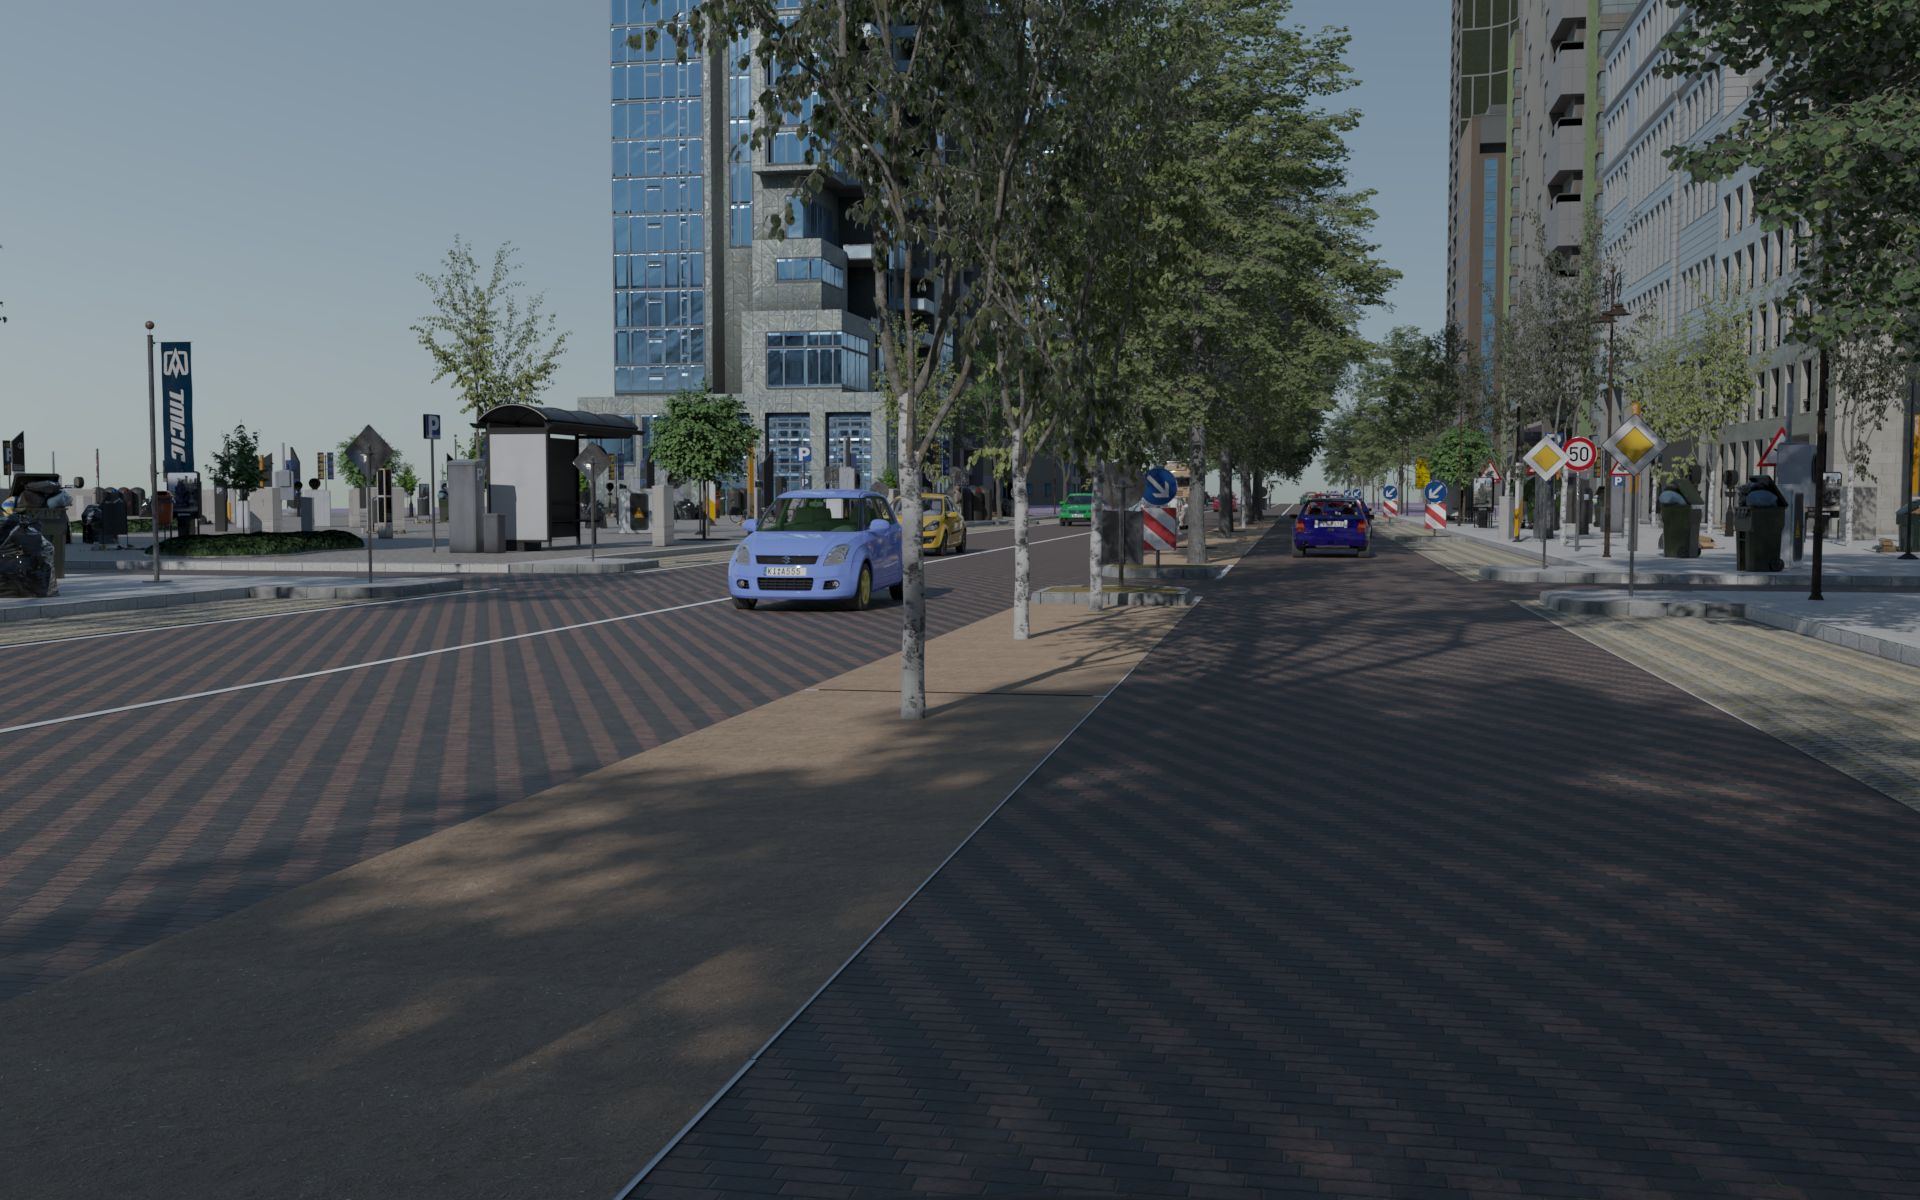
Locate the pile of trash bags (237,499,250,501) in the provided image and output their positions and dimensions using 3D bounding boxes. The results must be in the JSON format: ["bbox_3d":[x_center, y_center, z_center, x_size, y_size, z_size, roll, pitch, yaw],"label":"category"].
[{"bbox_3d":[-41.330,-5.562,100.686,3.447,1.369,1.912,-2,4,-30],"label":"pile of trash bags"}]

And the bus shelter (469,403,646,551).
[{"bbox_3d":[-9.451,-2.898,41.305,2.014,3.302,5.546,1,4,11],"label":"bus shelter"}]

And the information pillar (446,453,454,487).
[{"bbox_3d":[-28.897,-6.540,98.278,0.183,3.616,0.504,3,5,39],"label":"information pillar"}]

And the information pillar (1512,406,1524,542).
[{"bbox_3d":[14.933,-3.356,46.224,0.183,3.616,0.504,2,4,32],"label":"information pillar"}]

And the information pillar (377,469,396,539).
[{"bbox_3d":[-16.573,-2.778,49.914,0.304,2.012,0.304,2,4,26],"label":"information pillar"}]

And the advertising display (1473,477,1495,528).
[{"bbox_3d":[19.697,-3.668,65.180,0.123,1.923,0.974,-2,4,-29],"label":"advertising display"}]

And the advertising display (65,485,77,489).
[{"bbox_3d":[-61.514,-7.024,120.054,0.123,1.923,0.974,3,5,40],"label":"advertising display"}]

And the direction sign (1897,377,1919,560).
[{"bbox_3d":[18.618,-2.563,33.902,0.379,3.537,0.876,2,4,26],"label":"direction sign"}]

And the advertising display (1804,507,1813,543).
[{"bbox_3d":[21.934,-2.462,45.475,0.974,1.923,0.123,-2,4,-29],"label":"advertising display"}]

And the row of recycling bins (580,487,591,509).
[{"bbox_3d":[-20.071,-5.218,92.427,1.069,1.692,3.534,0,4,-1],"label":"row of recycling bins"}]

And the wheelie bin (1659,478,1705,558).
[{"bbox_3d":[14.498,-1.649,34.861,0.980,1.594,0.693,-3,5,-44],"label":"wheelie bin"}]

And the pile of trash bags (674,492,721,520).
[{"bbox_3d":[-13.256,-4.712,86.787,1.912,1.369,3.447,2,4,35],"label":"pile of trash bags"}]

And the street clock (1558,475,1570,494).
[{"bbox_3d":[23.247,-3.802,66.730,0.471,2.002,0.358,-3,5,-42],"label":"street clock"}]

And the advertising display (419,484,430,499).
[{"bbox_3d":[-32.847,-6.176,106.193,0.123,1.923,0.974,1,4,16],"label":"advertising display"}]

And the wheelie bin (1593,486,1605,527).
[{"bbox_3d":[24.920,-3.603,66.812,0.980,1.594,0.693,-1,4,-16],"label":"wheelie bin"}]

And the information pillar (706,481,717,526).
[{"bbox_3d":[-10.077,-4.798,69.806,0.504,3.616,0.183,1,4,11],"label":"information pillar"}]

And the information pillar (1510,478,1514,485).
[{"bbox_3d":[25.253,-4.556,78.987,0.304,2.012,0.304,-2,4,-28],"label":"information pillar"}]

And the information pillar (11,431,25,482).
[{"bbox_3d":[-34.677,-4.433,63.832,0.183,3.616,0.504,2,4,29],"label":"information pillar"}]

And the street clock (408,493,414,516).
[{"bbox_3d":[-30.992,-5.700,97.770,0.358,2.002,0.471,1,4,9],"label":"street clock"}]

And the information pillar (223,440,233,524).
[{"bbox_3d":[-31.720,-5.114,74.975,0.504,3.616,0.183,3,5,43],"label":"information pillar"}]

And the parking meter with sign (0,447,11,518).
[{"bbox_3d":[-36.279,-4.186,64.708,1.738,3.016,0.543,0,4,5],"label":"parking meter with sign"}]

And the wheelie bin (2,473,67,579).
[{"bbox_3d":[-13.894,-1.118,26.181,0.693,1.594,0.980,3,5,39],"label":"wheelie bin"}]

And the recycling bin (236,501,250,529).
[{"bbox_3d":[-26.156,-3.136,63.828,0.722,1.027,0.722,3,4,36],"label":"recycling bin"}]

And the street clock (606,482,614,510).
[{"bbox_3d":[-21.730,-6.298,107.537,0.471,2.002,0.358,-2,4,-34],"label":"street clock"}]

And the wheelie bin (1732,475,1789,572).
[{"bbox_3d":[13.221,-1.268,28.645,0.693,1.594,0.980,0,4,-3],"label":"wheelie bin"}]

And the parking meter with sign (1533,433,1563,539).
[{"bbox_3d":[16.942,-3.293,50.101,0.543,3.016,1.738,0,4,7],"label":"parking meter with sign"}]

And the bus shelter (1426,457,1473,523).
[{"bbox_3d":[22.582,-5.239,79.573,2.014,3.302,5.546,1,4,11],"label":"bus shelter"}]

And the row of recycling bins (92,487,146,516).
[{"bbox_3d":[-48.631,-5.680,99.975,1.069,1.692,3.534,1,4,23],"label":"row of recycling bins"}]

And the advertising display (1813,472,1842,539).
[{"bbox_3d":[24.955,-2.746,50.114,0.974,1.923,0.123,2,4,25],"label":"advertising display"}]

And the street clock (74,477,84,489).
[{"bbox_3d":[-36.662,-4.131,72.115,0.471,2.002,0.358,3,4,36],"label":"street clock"}]

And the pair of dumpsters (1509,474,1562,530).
[{"bbox_3d":[21.336,-3.771,64.146,1.574,2.255,4.437,1,4,11],"label":"pair of dumpsters"}]

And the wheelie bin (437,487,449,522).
[{"bbox_3d":[-23.544,-4.370,79.354,0.693,1.594,0.980,0,4,1],"label":"wheelie bin"}]

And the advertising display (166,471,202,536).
[{"bbox_3d":[-21.673,-2.640,48.374,0.974,1.923,0.123,1,4,9],"label":"advertising display"}]

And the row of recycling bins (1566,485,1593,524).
[{"bbox_3d":[26.739,-4.226,76.215,1.069,1.692,3.534,0,4,-6],"label":"row of recycling bins"}]

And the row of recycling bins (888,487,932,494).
[{"bbox_3d":[-2.967,-5.594,98.569,3.534,1.692,1.069,3,5,40],"label":"row of recycling bins"}]

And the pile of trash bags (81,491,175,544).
[{"bbox_3d":[-22.397,-2.177,45.348,3.447,1.369,1.912,-1,4,-15],"label":"pile of trash bags"}]

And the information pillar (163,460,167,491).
[{"bbox_3d":[-54.418,-7.792,118.757,0.504,3.616,0.183,1,4,16],"label":"information pillar"}]

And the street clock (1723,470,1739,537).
[{"bbox_3d":[23.081,-2.895,51.907,0.358,2.002,0.471,-1,4,-10],"label":"street clock"}]

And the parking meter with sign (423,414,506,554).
[{"bbox_3d":[-10.733,-2.532,37.651,1.738,3.016,0.543,1,4,16],"label":"parking meter with sign"}]

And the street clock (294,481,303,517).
[{"bbox_3d":[-36.874,-5.625,96.540,0.471,2.002,0.358,-2,4,-27],"label":"street clock"}]

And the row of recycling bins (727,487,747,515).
[{"bbox_3d":[-13.200,-6.081,106.534,1.069,1.692,3.534,1,4,23],"label":"row of recycling bins"}]

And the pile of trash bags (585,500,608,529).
[{"bbox_3d":[-14.854,-3.376,64.958,3.447,1.369,1.912,0,4,2],"label":"pile of trash bags"}]

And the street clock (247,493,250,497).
[{"bbox_3d":[-48.197,-6.926,117.806,0.471,2.002,0.358,2,4,28],"label":"street clock"}]

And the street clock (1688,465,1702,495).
[{"bbox_3d":[18.330,-2.365,43.245,0.358,2.002,0.471,1,4,11],"label":"street clock"}]

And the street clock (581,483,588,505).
[{"bbox_3d":[-18.534,-4.948,85.470,0.471,2.002,0.358,-2,4,-33],"label":"street clock"}]

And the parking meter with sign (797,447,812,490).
[{"bbox_3d":[-5.724,-4.179,64.590,0.543,3.016,1.738,0,4,1],"label":"parking meter with sign"}]

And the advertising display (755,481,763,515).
[{"bbox_3d":[-9.973,-4.940,85.983,0.123,1.923,0.974,1,4,11],"label":"advertising display"}]

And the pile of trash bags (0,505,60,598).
[{"bbox_3d":[-13.120,-0.727,21.635,3.447,1.369,1.912,-1,4,-19],"label":"pile of trash bags"}]

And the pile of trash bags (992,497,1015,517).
[{"bbox_3d":[1.553,-5.385,97.789,3.447,1.369,1.912,-1,4,-9],"label":"pile of trash bags"}]

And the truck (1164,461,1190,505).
[{"bbox_3d":[18.879,-9.761,148.506,2.839,4.237,11.283,1,4,10],"label":"truck"}]

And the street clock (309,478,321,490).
[{"bbox_3d":[-29.090,-4.498,78.113,0.471,2.002,0.358,0,4,3],"label":"street clock"}]

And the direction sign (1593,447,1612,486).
[{"bbox_3d":[31.015,-5.606,83.655,0.876,3.537,0.379,0,4,-6],"label":"direction sign"}]

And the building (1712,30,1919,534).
[{"bbox_3d":[34.489,-12.661,61.763,10.420,20.320,16.860,1,4,11],"label":"building"}]

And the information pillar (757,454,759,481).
[{"bbox_3d":[-11.915,-6.773,102.085,0.183,3.616,0.504,-1,4,-9],"label":"information pillar"}]

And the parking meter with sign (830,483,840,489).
[{"bbox_3d":[-6.306,-5.676,89.056,0.543,3.016,1.738,-3,5,-43],"label":"parking meter with sign"}]

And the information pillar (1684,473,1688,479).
[{"bbox_3d":[25.735,-3.461,61.077,0.304,2.012,0.304,0,4,-4],"label":"information pillar"}]

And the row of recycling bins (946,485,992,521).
[{"bbox_3d":[0.395,-4.627,82.763,1.069,1.692,3.534,2,4,31],"label":"row of recycling bins"}]

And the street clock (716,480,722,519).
[{"bbox_3d":[-14.049,-5.773,98.962,0.358,2.002,0.471,3,4,37],"label":"street clock"}]

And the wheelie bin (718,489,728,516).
[{"bbox_3d":[-14.288,-5.815,102.988,0.980,1.594,0.693,0,4,-2],"label":"wheelie bin"}]

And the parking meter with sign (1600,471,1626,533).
[{"bbox_3d":[21.701,-3.739,57.387,0.543,3.016,1.738,0,4,0],"label":"parking meter with sign"}]
